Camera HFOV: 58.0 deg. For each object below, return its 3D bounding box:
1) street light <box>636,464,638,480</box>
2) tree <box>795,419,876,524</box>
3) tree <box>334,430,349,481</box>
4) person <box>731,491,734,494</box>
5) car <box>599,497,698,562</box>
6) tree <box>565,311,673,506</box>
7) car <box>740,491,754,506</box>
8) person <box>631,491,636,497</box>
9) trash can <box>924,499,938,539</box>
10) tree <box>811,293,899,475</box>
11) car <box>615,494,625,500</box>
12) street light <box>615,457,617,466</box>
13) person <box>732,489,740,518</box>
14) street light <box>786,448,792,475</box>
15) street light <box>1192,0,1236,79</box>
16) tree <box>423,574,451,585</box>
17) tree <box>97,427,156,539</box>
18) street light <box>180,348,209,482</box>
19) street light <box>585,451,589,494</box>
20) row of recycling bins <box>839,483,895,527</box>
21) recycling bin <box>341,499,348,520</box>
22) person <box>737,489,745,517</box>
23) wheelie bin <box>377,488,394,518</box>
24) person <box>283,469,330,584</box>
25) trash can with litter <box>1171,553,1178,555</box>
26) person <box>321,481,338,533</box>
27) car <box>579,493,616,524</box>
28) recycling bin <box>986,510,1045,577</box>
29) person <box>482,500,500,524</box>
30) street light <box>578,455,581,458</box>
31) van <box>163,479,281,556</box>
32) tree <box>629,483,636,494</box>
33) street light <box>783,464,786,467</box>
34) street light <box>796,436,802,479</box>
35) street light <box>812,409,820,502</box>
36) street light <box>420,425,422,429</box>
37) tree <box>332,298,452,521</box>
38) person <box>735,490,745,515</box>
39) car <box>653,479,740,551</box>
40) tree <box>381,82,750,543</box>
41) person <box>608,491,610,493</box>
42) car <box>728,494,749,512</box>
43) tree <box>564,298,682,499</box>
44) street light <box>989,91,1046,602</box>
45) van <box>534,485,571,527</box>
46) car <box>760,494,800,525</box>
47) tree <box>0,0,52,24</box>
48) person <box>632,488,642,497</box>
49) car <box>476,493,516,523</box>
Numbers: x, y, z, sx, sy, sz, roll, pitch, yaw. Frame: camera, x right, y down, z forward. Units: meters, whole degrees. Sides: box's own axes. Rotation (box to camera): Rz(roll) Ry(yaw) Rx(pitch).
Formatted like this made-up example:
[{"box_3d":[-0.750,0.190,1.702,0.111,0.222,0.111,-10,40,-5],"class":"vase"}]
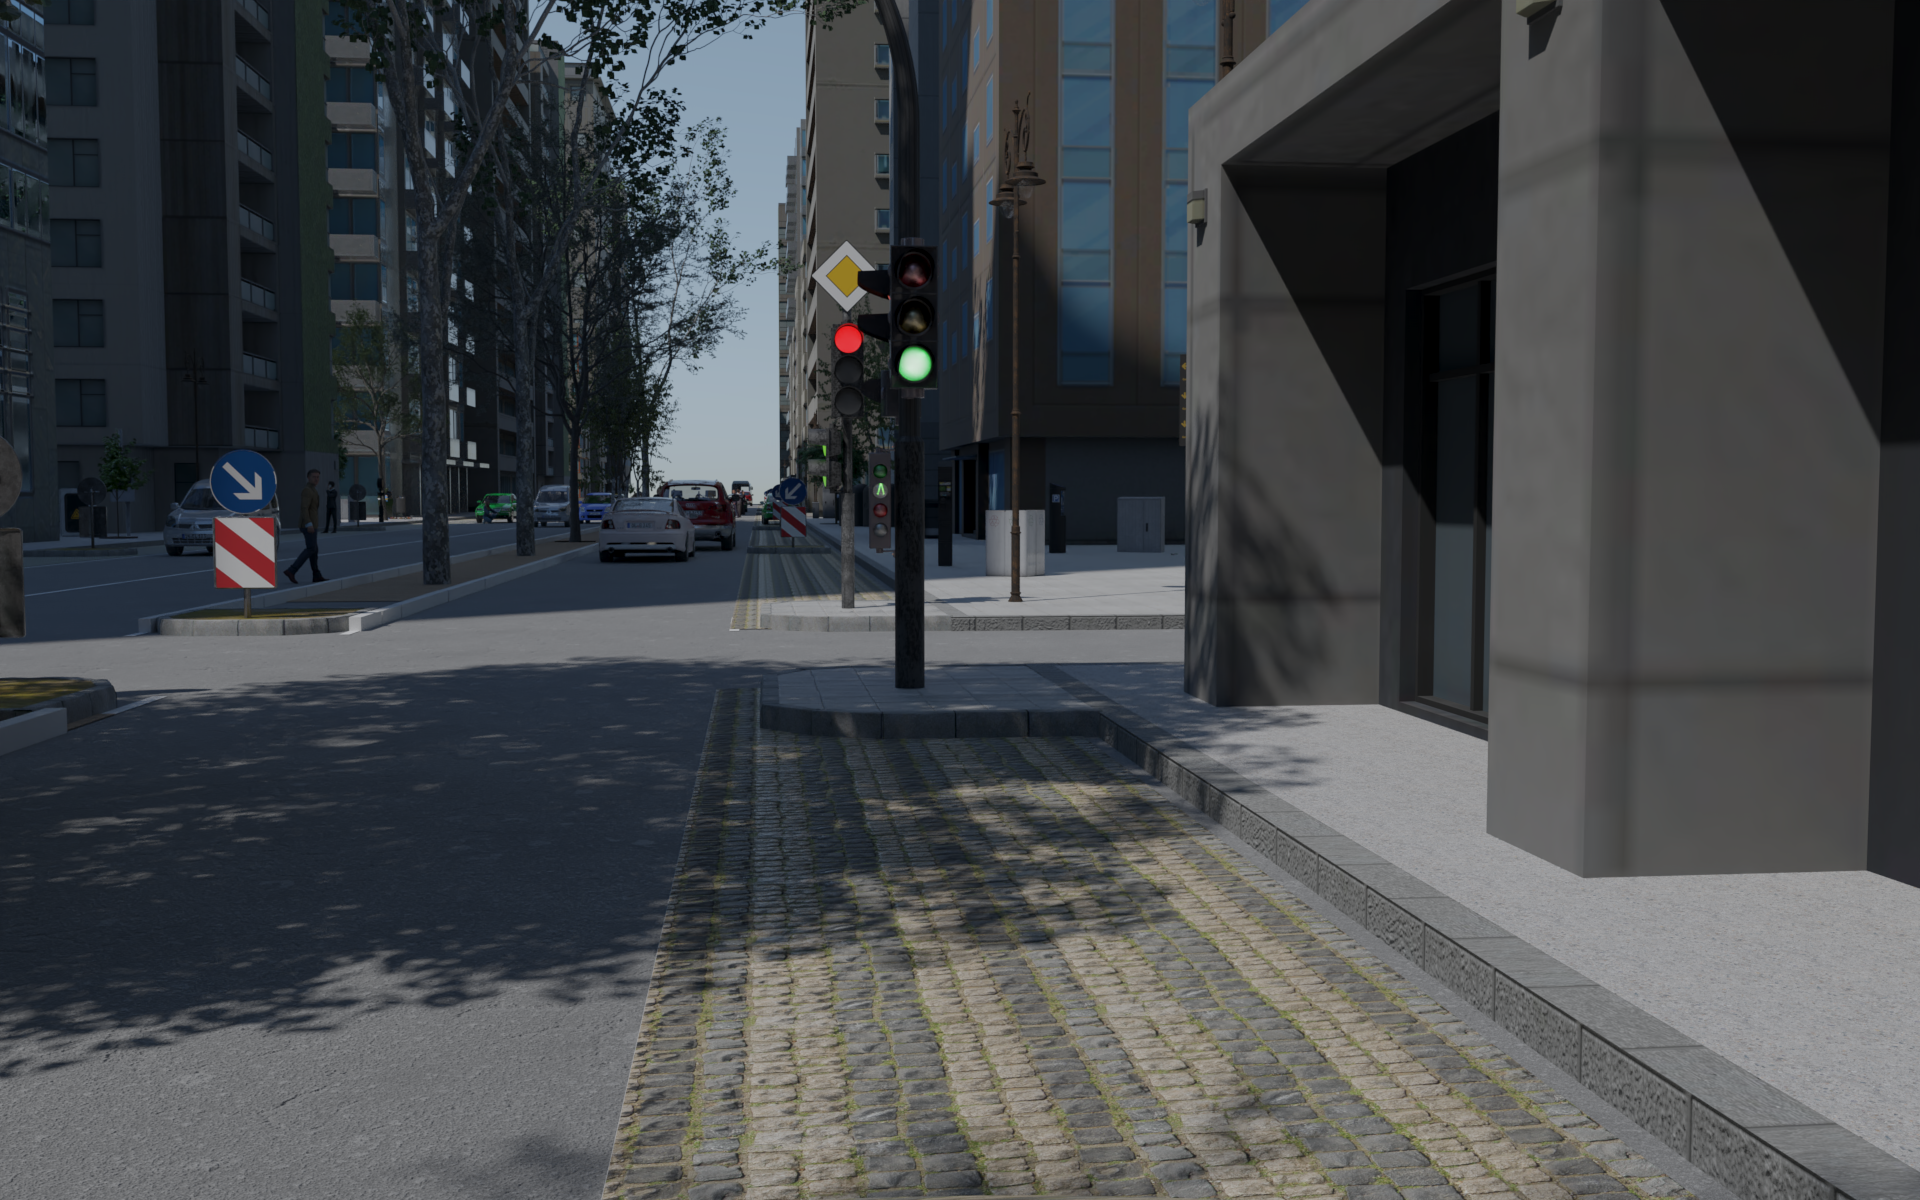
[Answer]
[{"box_3d":[-46.354,-16.884,248.835,0.468,5.910,1.993,0,4,-7],"class":"street light"},{"box_3d":[-5.342,-5.516,73.904,4.285,4.588,4.351,0,3,0],"class":"tree"},{"box_3d":[-27.349,-5.472,73.178,4.285,4.588,4.351,0,3,0],"class":"tree"},{"box_3d":[-19.302,-8.435,147.334,0.530,1.710,0.541,2,4,31],"class":"person"},{"box_3d":[-6.820,-1.565,37.952,2.083,1.381,4.827,0,4,-6],"class":"car"},{"box_3d":[-13.881,-7.278,71.819,4.737,8.622,4.395,0,3,0],"class":"tree"},{"box_3d":[-25.420,-11.929,203.711,2.281,1.827,5.304,0,4,-6],"class":"car"},{"box_3d":[-34.070,-10.512,181.086,0.721,1.735,1.217,3,4,39],"class":"person"},{"box_3d":[-0.809,-2.334,49.808,0.748,1.137,0.748,0,3,0],"class":"trash can"},{"box_3d":[-3.014,-6.760,60.889,4.737,8.622,4.395,0,3,0],"class":"tree"},{"box_3d":[-30.987,-8.926,156.159,2.015,1.641,3.980,0,4,-5],"class":"car"},{"box_3d":[-42.185,-14.653,212.370,0.468,5.910,1.993,0,4,-7],"class":"street light"},{"box_3d":[-13.540,-5.785,104.001,0.530,1.710,0.541,-1,4,-22],"class":"person"},{"box_3d":[-17.556,-12.650,179.615,0.468,5.910,1.993,0,4,-7],"class":"street light"},{"box_3d":[1.734,-2.354,11.277,0.468,5.910,1.993,0,4,-7],"class":"street light"},{"box_3d":[-6.964,-10.258,26.062,12.611,20.169,13.585,0,3,0],"class":"tree"},{"box_3d":[-24.305,-3.378,49.830,1.663,3.219,1.824,0,3,0],"class":"tree"},{"box_3d":[-24.235,-5.028,54.997,0.468,5.910,1.993,0,4,-7],"class":"street light"},{"box_3d":[-37.939,-12.436,176.111,0.468,5.910,1.993,0,4,-7],"class":"street light"},{"box_3d":[-3.574,-3.746,68.360,1.069,1.692,3.534,-3,5,-40],"class":"row of recycling bins"},{"box_3d":[-31.159,-4.556,87.044,0.722,1.027,0.722,-3,4,-38],"class":"recycling bin"},{"box_3d":[-13.395,-5.913,105.973,0.742,1.727,0.445,2,4,28],"class":"person"},{"box_3d":[-30.224,-5.091,91.152,0.693,1.594,0.980,-3,5,-43],"class":"wheelie bin"},{"box_3d":[-10.490,-1.191,27.876,0.656,1.842,0.836,3,5,40],"class":"person"},{"box_3d":[5.462,-1.515,35.835,2.233,1.210,1.678,3,4,36],"class":"trash can with litter"},{"box_3d":[-22.938,-3.375,63.048,0.648,1.900,0.474,3,4,37],"class":"person"},{"box_3d":[-17.583,-4.574,84.382,1.945,1.707,3.694,0,4,-5],"class":"car"},{"box_3d":[0.868,-0.894,27.178,0.722,1.027,0.722,2,4,28],"class":"recycling bin"},{"box_3d":[-22.649,-4.259,83.630,0.738,1.151,1.012,2,4,24],"class":"person"},{"box_3d":[-36.820,-11.863,166.741,0.468,5.910,1.993,0,4,-7],"class":"street light"},{"box_3d":[-17.685,-2.115,41.584,2.013,2.044,4.112,0,4,-5],"class":"van"},{"box_3d":[-47.836,-15.674,250.876,1.663,3.219,1.824,0,3,0],"class":"tree"},{"box_3d":[-21.817,-14.868,215.872,0.468,5.910,1.993,0,4,-7],"class":"street light"},{"box_3d":[-12.418,-9.839,133.660,0.468,5.910,1.993,0,4,-7],"class":"street light"},{"box_3d":[-8.171,-7.622,97.402,0.468,5.910,1.993,0,4,-7],"class":"street light"},{"box_3d":[-28.221,-7.255,91.412,0.468,5.910,1.993,0,4,-7],"class":"street light"},{"box_3d":[-28.020,-9.090,83.037,7.601,10.594,8.767,-1,4,-13],"class":"tree"},{"box_3d":[-15.125,-6.720,119.170,0.742,1.727,0.445,0,4,-2],"class":"person"},{"box_3d":[-6.915,-2.238,45.263,2.281,1.827,5.304,0,4,-6],"class":"car"},{"box_3d":[-11.438,-8.452,51.010,12.009,13.543,11.850,0,3,0],"class":"tree"},{"box_3d":[-34.006,-9.708,167.892,0.621,1.740,0.551,0,4,-4],"class":"person"},{"box_3d":[-17.889,-7.733,138.230,2.131,1.459,4.920,0,4,-8],"class":"car"},{"box_3d":[-12.106,-6.647,61.501,4.360,8.622,3.978,0,3,0],"class":"tree"},{"box_3d":[0.662,-2.915,20.441,0.468,5.910,1.993,0,4,-7],"class":"street light"},{"box_3d":[-17.767,-4.220,76.006,2.013,2.044,4.112,0,4,-5],"class":"van"},{"box_3d":[-8.478,-4.476,81.979,1.959,1.807,4.718,-1,4,-8],"class":"car"},{"box_3d":[-6.078,-5.878,5.210,9.857,13.997,8.962,0,3,0],"class":"tree"},{"box_3d":[-21.350,-6.492,114.651,1.348,1.823,0.705,-3,5,-41],"class":"person"},{"box_3d":[-23.169,-4.788,87.087,1.959,1.807,4.718,0,4,-6],"class":"car"}]
